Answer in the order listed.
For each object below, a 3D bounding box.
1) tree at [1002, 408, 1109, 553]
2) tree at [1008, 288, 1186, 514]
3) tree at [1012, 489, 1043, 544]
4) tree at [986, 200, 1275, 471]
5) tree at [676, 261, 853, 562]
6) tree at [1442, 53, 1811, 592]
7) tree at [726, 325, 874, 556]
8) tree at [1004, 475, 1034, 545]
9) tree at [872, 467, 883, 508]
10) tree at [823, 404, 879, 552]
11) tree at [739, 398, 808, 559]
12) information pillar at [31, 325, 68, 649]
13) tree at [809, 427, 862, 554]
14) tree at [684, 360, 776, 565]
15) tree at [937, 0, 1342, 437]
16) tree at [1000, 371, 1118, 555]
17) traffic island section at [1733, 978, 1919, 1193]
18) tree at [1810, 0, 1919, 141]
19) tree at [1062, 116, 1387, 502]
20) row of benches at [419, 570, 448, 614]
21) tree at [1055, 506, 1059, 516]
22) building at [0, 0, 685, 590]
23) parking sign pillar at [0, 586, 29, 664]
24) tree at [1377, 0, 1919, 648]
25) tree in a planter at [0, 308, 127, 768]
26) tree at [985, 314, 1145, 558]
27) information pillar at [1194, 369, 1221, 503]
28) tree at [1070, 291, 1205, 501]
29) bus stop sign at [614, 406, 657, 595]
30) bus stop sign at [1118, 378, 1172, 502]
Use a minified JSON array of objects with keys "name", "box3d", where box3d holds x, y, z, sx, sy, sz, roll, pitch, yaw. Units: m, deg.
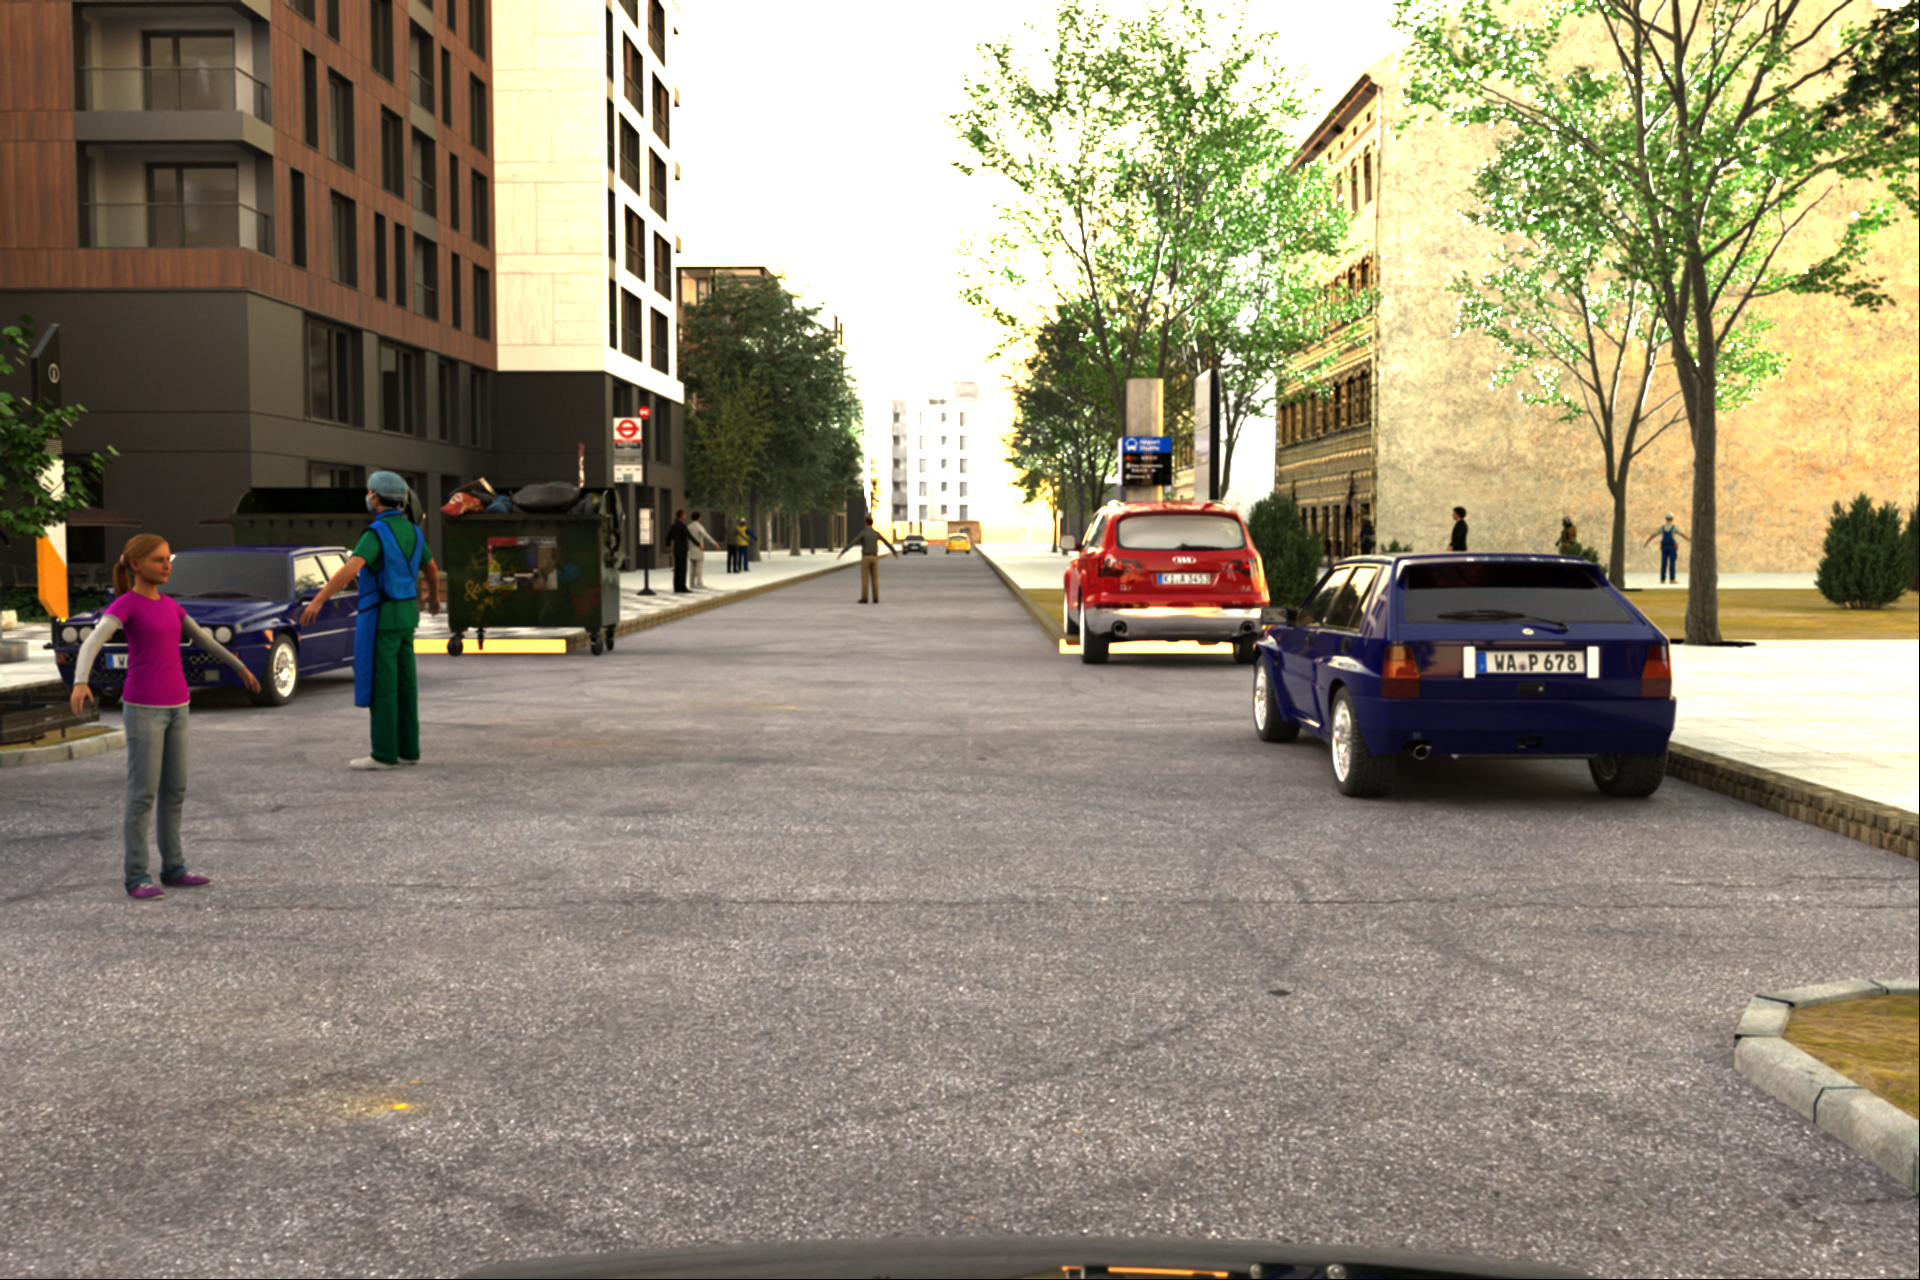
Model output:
[{"name":"tree","box3d":[6.493,-11.712,117.251,9.928,11.665,9.643,0,3,0]},{"name":"tree","box3d":[5.785,-8.987,72.698,9.928,11.665,9.643,0,3,0]},{"name":"tree","box3d":[8.488,-16.410,218.669,4.737,8.622,4.395,0,3,0]},{"name":"tree","box3d":[6.129,-9.247,61.561,12.009,13.543,11.850,0,3,0]},{"name":"tree","box3d":[-9.721,-10.630,80.453,9.857,13.997,8.962,0,3,0]},{"name":"tree","box3d":[14.773,-6.908,38.708,9.928,11.665,9.643,0,3,0]},{"name":"tree","box3d":[-9.730,-11.897,101.175,9.857,13.997,8.962,0,3,0]},{"name":"tree","box3d":[8.065,-16.031,212.466,4.360,8.622,3.978,0,3,0]},{"name":"tree","box3d":[-13.268,-18.381,218.652,7.486,12.596,7.792,0,3,0]},{"name":"tree","box3d":[-9.241,-12.031,122.458,9.928,11.665,9.643,0,3,0]},{"name":"tree","box3d":[-10.024,-8.496,89.274,4.360,8.622,3.978,0,3,0]},{"name":"information pillar","box3d":[-10.105,-1.706,19.240,0.183,3.616,0.504,0,4,0]},{"name":"tree","box3d":[-9.913,-10.885,112.380,7.601,10.594,8.767,0,4,-3]},{"name":"tree","box3d":[-9.538,-7.462,72.365,4.737,8.622,4.395,0,3,0]},{"name":"tree","box3d":[3.426,-6.589,33.491,9.928,11.665,9.643,0,3,0]},{"name":"tree","box3d":[6.131,-11.441,105.192,7.486,12.596,7.792,0,3,0]},{"name":"traffic island section","box3d":[3.069,1.138,4.262,1.991,0.108,1.994,0,4,0]},{"name":"tree","box3d":[8.101,-4.591,9.473,7.601,10.594,8.767,0,4,-5]},{"name":"tree","box3d":[6.333,-7.107,41.949,9.928,11.665,9.643,0,3,0]},{"name":"row of benches","box3d":[-9.099,-0.862,29.562,1.422,0.672,4.104,-2,4,-28]},{"name":"tree","box3d":[14.418,-16.333,217.409,4.360,8.622,3.978,0,3,0]},{"name":"building","box3d":[-25.103,-12.738,52.235,27.936,21.610,32.646,0,4,1]},{"name":"parking sign pillar","box3d":[-10.136,-1.758,17.210,1.447,3.967,1.447,0,3,0]},{"name":"tree","box3d":[8.460,-5.754,19.826,9.928,11.665,9.643,0,3,0]},{"name":"tree in a planter","box3d":[-6.634,-0.863,11.330,1.991,3.239,1.994,0,4,1]},{"name":"tree","box3d":[6.368,-11.049,91.022,12.009,13.543,11.850,0,3,0]},{"name":"information pillar","box3d":[3.626,-2.087,25.443,0.184,3.620,1.656,0,4,1]},{"name":"tree","box3d":[5.594,-6.152,50.947,4.737,8.622,4.395,0,3,0]},{"name":"bus stop sign","box3d":[-6.806,-2.910,36.281,0.855,3.939,0.416,0,4,-1]},{"name":"bus stop sign","box3d":[3.149,-2.482,29.590,0.837,3.901,0.837,0,3,0]}]
